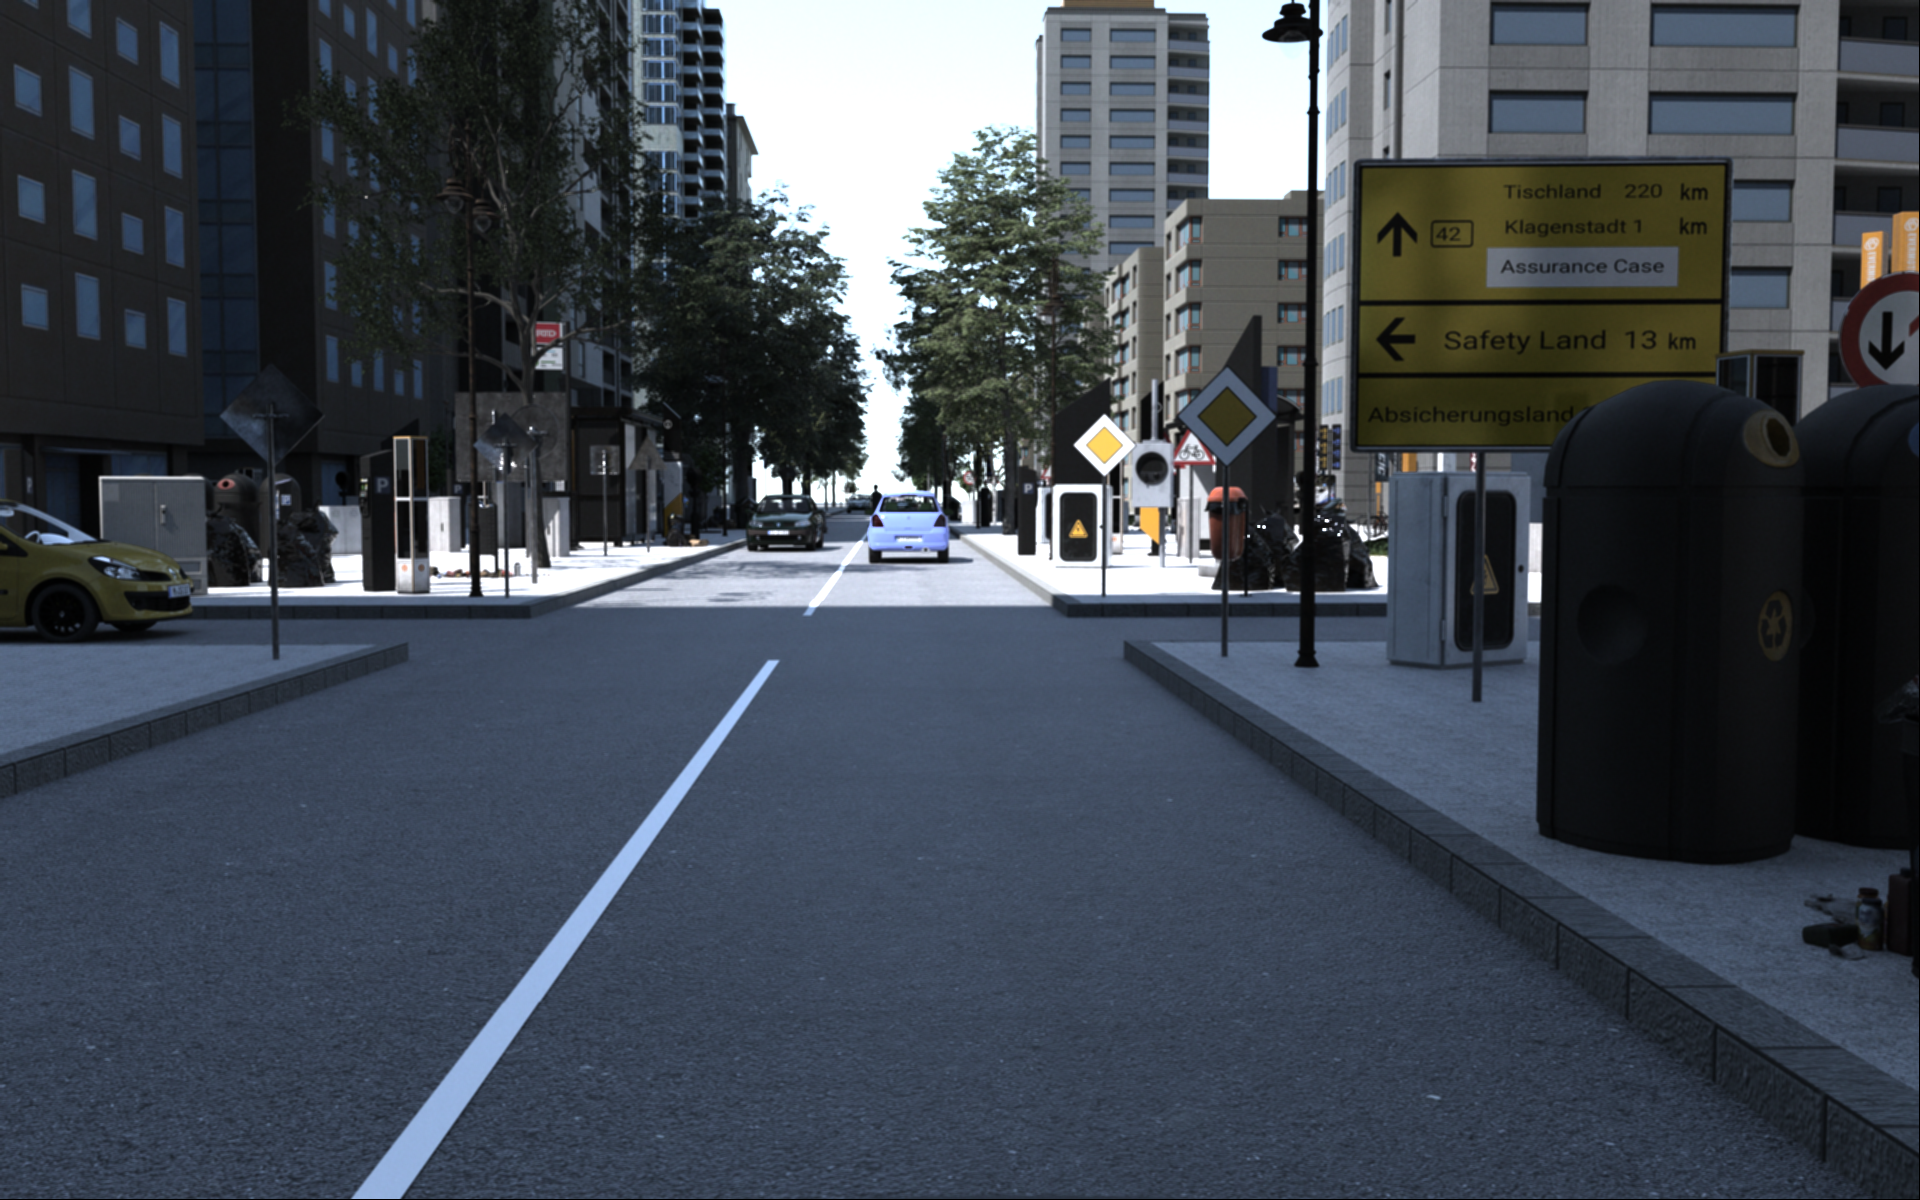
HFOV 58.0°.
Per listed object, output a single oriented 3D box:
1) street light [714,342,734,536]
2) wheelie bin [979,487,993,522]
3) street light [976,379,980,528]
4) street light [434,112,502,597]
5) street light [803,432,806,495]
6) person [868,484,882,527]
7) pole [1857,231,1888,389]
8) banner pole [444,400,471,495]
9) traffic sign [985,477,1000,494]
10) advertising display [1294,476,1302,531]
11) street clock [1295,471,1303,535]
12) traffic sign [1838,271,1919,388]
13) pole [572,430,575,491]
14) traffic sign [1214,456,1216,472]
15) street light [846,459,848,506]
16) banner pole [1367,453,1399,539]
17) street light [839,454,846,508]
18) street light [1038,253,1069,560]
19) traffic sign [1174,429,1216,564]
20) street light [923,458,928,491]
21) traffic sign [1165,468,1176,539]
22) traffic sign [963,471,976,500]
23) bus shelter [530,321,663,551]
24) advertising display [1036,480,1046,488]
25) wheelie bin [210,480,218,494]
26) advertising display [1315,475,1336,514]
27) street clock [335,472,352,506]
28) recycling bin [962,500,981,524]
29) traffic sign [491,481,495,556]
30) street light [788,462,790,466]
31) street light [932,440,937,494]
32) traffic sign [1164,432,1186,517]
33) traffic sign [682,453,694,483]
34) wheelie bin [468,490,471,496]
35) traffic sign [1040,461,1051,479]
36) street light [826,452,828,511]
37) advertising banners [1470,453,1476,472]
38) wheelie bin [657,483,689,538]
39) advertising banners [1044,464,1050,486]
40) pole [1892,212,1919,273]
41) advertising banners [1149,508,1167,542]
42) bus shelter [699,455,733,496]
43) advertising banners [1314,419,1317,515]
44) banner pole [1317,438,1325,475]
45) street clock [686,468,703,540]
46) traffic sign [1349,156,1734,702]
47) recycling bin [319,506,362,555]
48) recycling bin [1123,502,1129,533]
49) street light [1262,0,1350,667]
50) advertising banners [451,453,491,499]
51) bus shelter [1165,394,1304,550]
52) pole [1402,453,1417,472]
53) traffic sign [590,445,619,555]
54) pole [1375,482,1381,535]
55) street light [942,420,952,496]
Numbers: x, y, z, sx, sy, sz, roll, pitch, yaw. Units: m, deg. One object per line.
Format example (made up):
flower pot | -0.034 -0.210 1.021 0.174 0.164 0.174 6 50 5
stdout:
street light | -7.179 -4.889 52.726 0.468 5.910 1.993 0 4 -2
wheelie bin | 1.216 -4.382 79.550 0.693 1.594 0.980 1 4 14
street light | 0.677 -5.621 64.693 0.468 5.910 1.993 0 4 -2
street light | -6.058 -2.980 21.506 0.468 5.910 1.993 0 4 -2
street light | -8.818 -7.659 98.014 0.468 5.910 1.993 0 4 -2
person | -3.634 -4.017 73.963 0.659 1.850 0.755 -3 4 -38
pole | 7.139 -1.209 13.603 0.158 3.312 0.155 0 3 0
banner pole | -13.424 -3.429 46.077 0.863 3.779 0.401 1 4 12
traffic sign | 1.681 -5.571 91.094 0.884 2.594 0.081 0 4 7
advertising display | 11.541 -3.389 60.625 0.123 1.923 0.974 -3 5 -44
street clock | 10.733 -3.035 54.185 0.471 2.002 0.358 -1 4 -19
traffic sign | 5.414 -0.605 10.006 0.768 2.556 0.104 0 4 1
pole | -10.749 -3.311 47.975 0.158 3.312 0.155 0 3 0
traffic sign | 5.200 -1.922 33.561 0.606 2.300 0.079 0 4 1
street light | -11.862 -12.743 181.138 0.468 5.910 1.993 0 4 -2
banner pole | 10.496 -3.277 43.597 0.863 3.779 0.401 -2 4 -27
street light | -11.063 -11.505 160.893 0.468 5.910 1.993 0 4 -2
street light | 1.803 -3.712 33.474 0.468 5.910 1.993 0 4 -2
traffic sign | 4.238 -1.941 31.738 0.884 2.594 0.081 0 4 2
street light | -4.055 -13.459 192.839 0.468 5.910 1.993 0 4 -2
traffic sign | 5.653 -2.924 47.816 0.884 2.594 0.081 0 4 1
traffic sign | 0.557 -5.853 95.804 0.768 2.556 0.104 0 4 6
bus shelter | -8.970 -3.993 42.912 2.179 5.291 8.768 0 4 -2
advertising display | 4.189 -5.078 88.242 0.123 1.923 0.974 1 4 22
wheelie bin | -17.163 -1.945 39.714 0.693 1.594 0.980 0 4 8
advertising display | 11.928 -3.179 57.195 0.974 1.923 0.123 -1 4 -12
street clock | -19.967 -3.154 56.130 0.471 2.002 0.358 1 4 23
recycling bin | 0.554 -3.725 73.453 0.722 1.027 0.722 3 5 44
traffic sign | -9.609 -2.179 35.625 0.884 2.594 0.081 0 4 3
street light | -8.370 -6.850 84.793 0.468 5.910 1.993 0 4 -2
street light | -2.055 -10.309 141.341 0.468 5.910 1.993 0 4 -2
traffic sign | 4.262 -2.212 36.167 0.884 2.594 0.081 0 4 4
traffic sign | -8.686 -3.304 54.134 0.768 2.556 0.104 0 4 6
wheelie bin | -18.534 -3.584 66.500 0.693 1.594 0.980 -1 4 -21
traffic sign | 3.236 -3.692 60.366 0.884 2.594 0.081 0 3 0
street light | -9.979 -9.587 129.541 0.468 5.910 1.993 0 4 -2
advertising banners | 17.359 -3.740 57.332 0.090 3.025 2.074 -1 4 -11
wheelie bin | -8.489 -2.643 51.117 0.980 1.594 0.693 0 4 -4
advertising banners | 4.059 -5.815 91.268 0.090 3.025 2.074 -3 5 -40
pole | 6.873 -1.151 12.655 0.158 3.312 0.155 0 3 0
advertising banners | 5.134 -3.019 45.553 0.090 3.025 2.074 -1 4 -8
bus shelter | -12.426 -5.595 85.395 2.014 3.302 5.546 0 4 -2
advertising banners | 8.150 -2.671 39.857 0.090 3.025 2.074 1 4 15
banner pole | 13.886 -4.754 67.743 0.863 3.779 0.401 2 4 27
street clock | -7.408 -2.678 48.361 0.471 2.002 0.358 3 5 44
traffic sign | 3.521 -1.023 10.595 2.265 3.308 0.079 0 4 2
recycling bin | -13.133 -1.479 36.730 0.722 1.027 0.722 -2 4 -34
recycling bin | 5.132 -2.761 57.692 0.722 1.027 0.722 -3 5 -43
street light | 2.583 -2.443 12.724 0.468 5.910 1.993 0 4 -2
advertising banners | -20.773 -4.772 74.212 2.074 3.025 0.090 0 4 3
bus shelter | 5.792 -2.627 36.872 2.014 3.302 5.546 0 4 -2
pole | 6.731 -1.963 25.941 0.158 3.312 0.155 0 3 0
traffic sign | -7.428 -2.086 36.240 0.606 2.300 0.079 0 4 -1
pole | 13.150 -3.706 54.431 0.158 3.312 0.155 0 3 0
street light | -0.943 -8.400 110.121 0.468 5.910 1.993 0 4 -2
